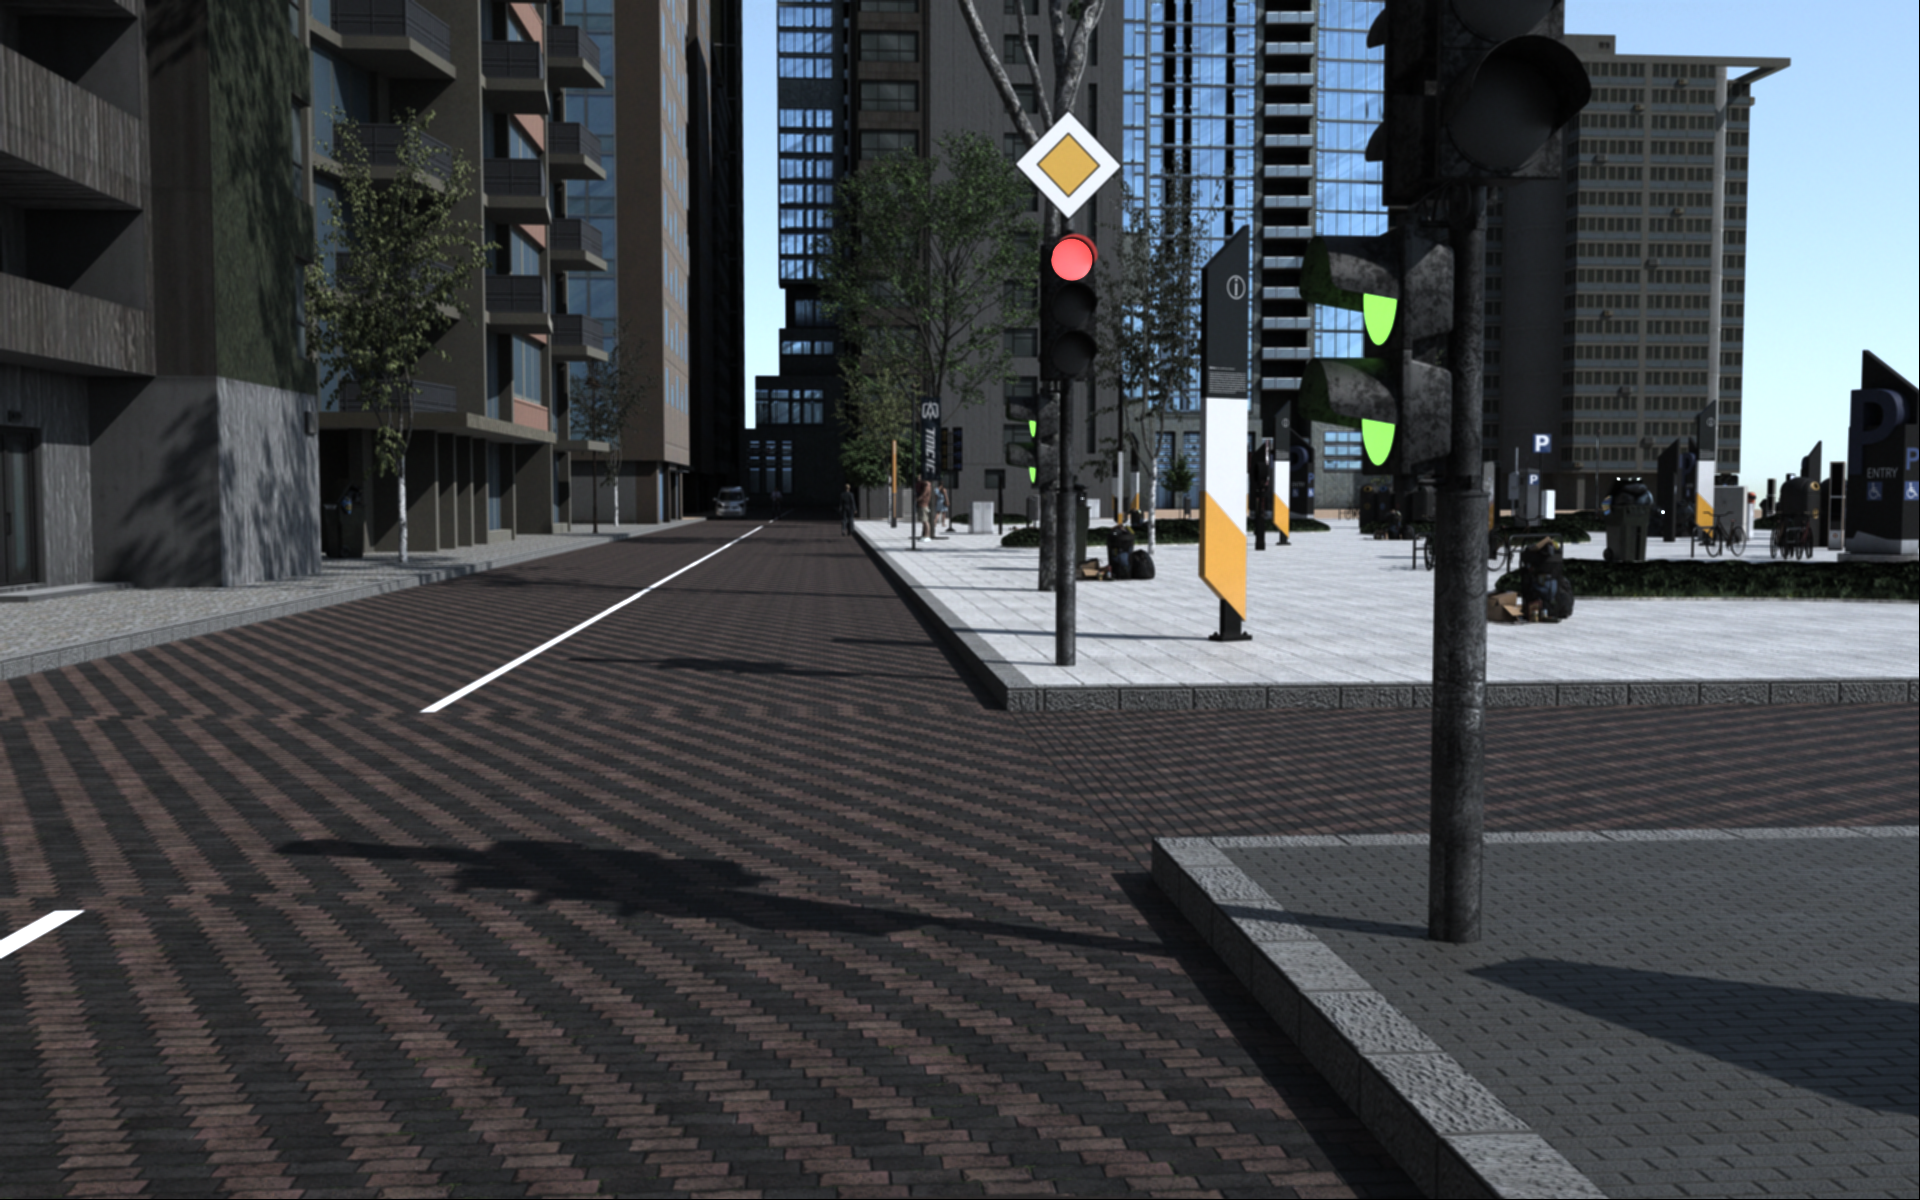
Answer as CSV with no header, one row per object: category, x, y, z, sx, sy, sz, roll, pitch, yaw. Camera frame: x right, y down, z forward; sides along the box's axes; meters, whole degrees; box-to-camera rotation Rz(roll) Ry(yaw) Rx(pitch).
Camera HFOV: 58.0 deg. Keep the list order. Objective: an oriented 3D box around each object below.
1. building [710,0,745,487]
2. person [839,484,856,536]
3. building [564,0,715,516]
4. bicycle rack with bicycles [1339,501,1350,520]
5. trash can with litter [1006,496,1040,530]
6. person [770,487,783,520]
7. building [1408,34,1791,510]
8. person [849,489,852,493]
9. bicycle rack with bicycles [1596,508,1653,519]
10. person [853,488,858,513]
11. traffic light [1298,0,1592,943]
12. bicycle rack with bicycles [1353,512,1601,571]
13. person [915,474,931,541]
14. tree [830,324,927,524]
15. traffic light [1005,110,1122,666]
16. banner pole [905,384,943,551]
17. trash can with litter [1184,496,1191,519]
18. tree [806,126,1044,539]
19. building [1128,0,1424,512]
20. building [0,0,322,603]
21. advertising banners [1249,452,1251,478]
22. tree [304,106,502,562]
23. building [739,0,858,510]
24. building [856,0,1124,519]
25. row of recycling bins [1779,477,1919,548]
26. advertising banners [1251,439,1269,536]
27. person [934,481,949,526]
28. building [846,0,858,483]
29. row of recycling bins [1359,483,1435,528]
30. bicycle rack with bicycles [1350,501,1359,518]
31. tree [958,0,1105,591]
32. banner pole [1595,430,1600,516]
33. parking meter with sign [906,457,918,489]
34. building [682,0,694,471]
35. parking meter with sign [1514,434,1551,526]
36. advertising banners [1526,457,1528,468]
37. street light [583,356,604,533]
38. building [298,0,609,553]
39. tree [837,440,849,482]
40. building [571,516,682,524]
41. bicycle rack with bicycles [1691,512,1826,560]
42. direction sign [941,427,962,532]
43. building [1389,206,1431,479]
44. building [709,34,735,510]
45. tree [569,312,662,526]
building,-33.025,-45.254,178.154,20.611,71.187,20.563,0,4,-5
person,-3.843,-3.083,59.326,0.576,1.772,0.534,0,4,-5
building,-24.707,-28.792,120.863,14.600,45.320,14.200,0,4,-5
bicycle rack with bicycles,20.279,-4.457,86.258,2.852,0.926,2.925,3,4,37
trash can with litter,2.244,-3.109,61.889,1.678,1.210,2.233,2,4,35
person,-10.096,-5.302,95.056,0.709,1.838,0.599,0,4,-3
building,52.732,-28.169,152.446,23.993,40.220,32.217,0,4,-5
person,-8.910,-7.968,136.844,0.750,1.759,0.617,-1,4,-15
bicycle rack with bicycles,24.448,-3.093,63.959,2.925,0.926,2.852,1,4,15
person,-6.620,-6.314,110.749,0.415,1.643,0.593,1,4,11
traffic light,1.413,-0.977,4.899,0.839,4.253,0.868,0,4,-5
bicycle rack with bicycles,8.809,-0.989,29.560,2.925,0.926,2.852,-3,5,-42
person,-0.998,-2.514,47.125,0.580,1.828,0.573,2,4,33
tree,-3.170,-7.539,73.629,4.737,8.622,4.395,0,3,0
traffic light,0.772,-1.464,12.859,0.839,4.253,0.868,0,4,-5
banner pole,-0.824,-3.017,39.346,0.863,3.779,0.401,0,4,-5
trash can with litter,10.847,-4.241,80.399,1.678,1.210,2.233,3,4,38
tree,-0.748,-7.547,49.157,9.928,11.665,9.643,0,3,0
building,24.429,-51.398,153.035,31.000,86.520,22.319,0,4,-5
building,-16.957,-15.199,20.200,14.160,30.474,14.107,0,4,-5
advertising banners,11.121,-4.623,71.776,2.074,3.025,0.090,2,4,32
tree,-10.687,-5.005,32.197,4.737,8.622,4.395,0,3,0
building,-7.154,-53.059,180.185,31.000,86.520,22.319,0,4,-5
building,1.212,-19.911,97.243,14.160,30.474,14.107,0,4,-5
row of recycling bins,21.639,-2.132,41.975,3.534,1.692,1.069,0,4,-2
advertising banners,9.482,-3.558,54.357,0.090,3.025,2.074,1,4,22
person,-0.730,-3.798,68.227,0.616,1.811,0.778,2,4,31
building,-3.059,-30.967,156.420,14.600,45.320,14.200,0,4,-5
row of recycling bins,16.314,-3.520,64.660,1.069,1.692,3.534,-2,4,-32
bicycle rack with bicycles,19.200,-3.821,75.861,2.852,0.926,2.925,3,5,43
tree,-0.078,-10.221,23.005,12.611,20.169,13.585,0,3,0
banner pole,24.723,-4.723,67.231,0.401,3.779,0.863,1,4,23
parking meter with sign,-1.641,-5.148,80.431,1.738,3.016,0.543,0,4,-4
building,-29.815,-31.164,98.774,28.713,52.752,27.495,0,4,-5
parking meter with sign,16.796,-3.349,51.022,0.543,3.016,1.738,0,4,-2
advertising banners,26.593,-5.189,81.025,0.090,3.025,2.074,1,4,14
street light,-11.977,-5.133,56.712,0.468,5.910,1.993,0,4,-5
building,-22.230,-24.113,48.867,22.147,44.769,28.867,0,4,-5
tree,-4.526,-6.314,86.941,4.285,4.588,4.351,0,3,0
building,-19.961,-26.208,78.606,14.600,45.320,14.200,0,4,-5
bicycle rack with bicycles,16.238,-1.326,35.070,2.852,0.926,2.925,3,5,42
direction sign,-0.326,-4.090,58.861,0.876,3.537,0.379,2,4,25
building,50.579,-34.384,185.885,21.600,48.544,21.300,0,4,-5
building,-31.346,-27.739,145.422,23.993,40.220,32.217,0,4,-5
tree,-14.069,-7.279,69.380,4.360,8.622,3.978,0,3,0
